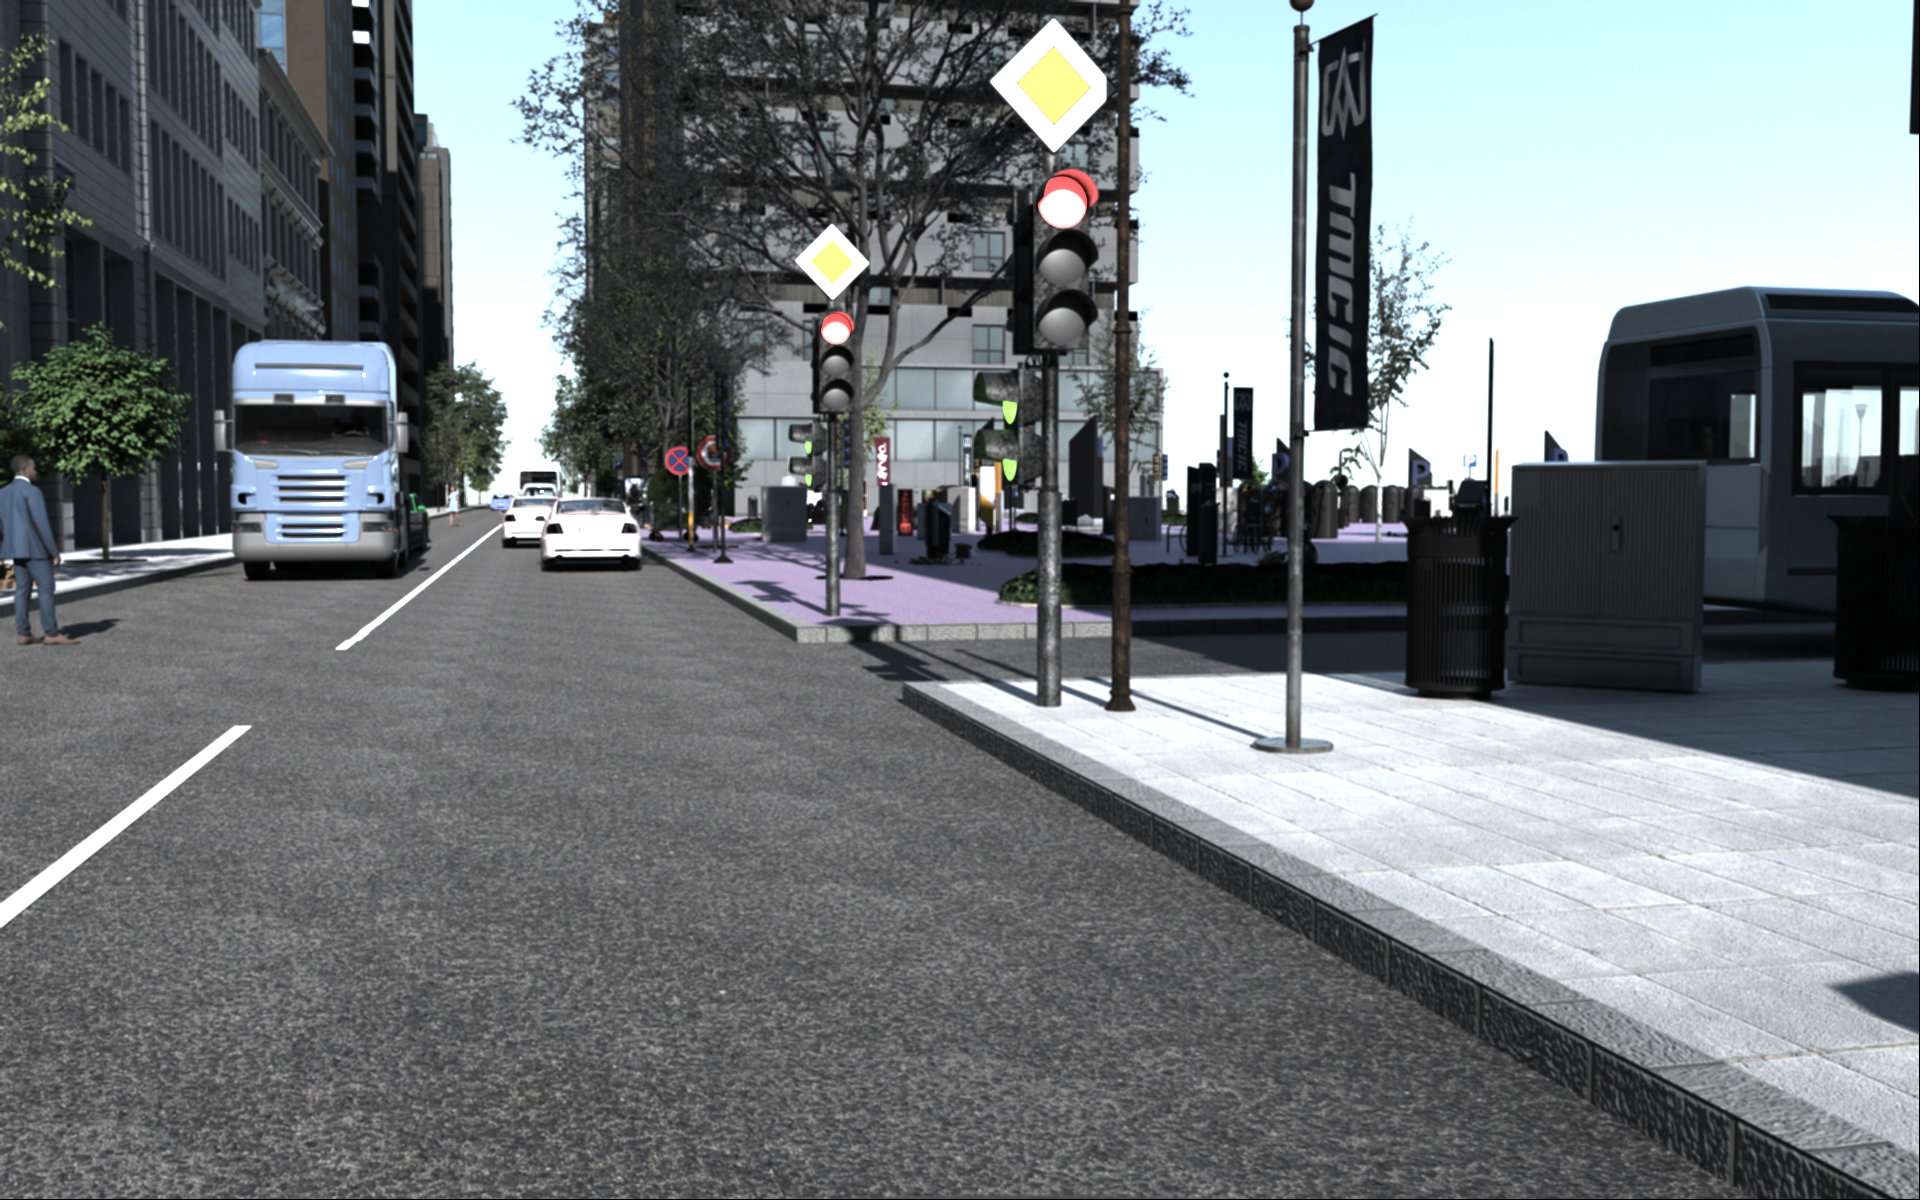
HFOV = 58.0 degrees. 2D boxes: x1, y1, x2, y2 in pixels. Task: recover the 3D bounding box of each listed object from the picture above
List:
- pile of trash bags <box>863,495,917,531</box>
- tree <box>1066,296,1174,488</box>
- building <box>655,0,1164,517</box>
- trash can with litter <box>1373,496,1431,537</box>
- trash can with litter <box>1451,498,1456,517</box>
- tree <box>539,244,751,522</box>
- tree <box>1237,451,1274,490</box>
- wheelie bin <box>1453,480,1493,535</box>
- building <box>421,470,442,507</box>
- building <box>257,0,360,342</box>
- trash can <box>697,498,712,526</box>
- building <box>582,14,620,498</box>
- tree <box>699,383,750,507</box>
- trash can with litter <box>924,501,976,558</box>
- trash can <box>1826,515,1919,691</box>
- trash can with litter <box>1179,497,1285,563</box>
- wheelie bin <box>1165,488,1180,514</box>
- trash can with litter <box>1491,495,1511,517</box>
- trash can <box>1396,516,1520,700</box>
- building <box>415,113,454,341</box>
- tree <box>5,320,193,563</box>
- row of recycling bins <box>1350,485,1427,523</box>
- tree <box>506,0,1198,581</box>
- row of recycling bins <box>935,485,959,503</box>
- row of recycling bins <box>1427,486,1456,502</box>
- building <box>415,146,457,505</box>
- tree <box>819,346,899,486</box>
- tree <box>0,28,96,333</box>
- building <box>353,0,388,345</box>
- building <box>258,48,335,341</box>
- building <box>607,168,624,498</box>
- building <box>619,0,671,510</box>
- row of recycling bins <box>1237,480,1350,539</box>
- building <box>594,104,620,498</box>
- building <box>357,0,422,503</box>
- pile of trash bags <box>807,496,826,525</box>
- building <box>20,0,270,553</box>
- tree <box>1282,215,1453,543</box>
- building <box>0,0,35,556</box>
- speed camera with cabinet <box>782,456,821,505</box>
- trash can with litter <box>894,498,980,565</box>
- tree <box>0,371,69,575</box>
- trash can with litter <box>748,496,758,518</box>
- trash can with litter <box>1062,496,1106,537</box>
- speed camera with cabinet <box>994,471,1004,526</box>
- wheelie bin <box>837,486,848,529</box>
[{"bbox_3d":[-2.457,-3.134,60.991,3.447,1.369,1.912,-3,4,-38],"label":"pile of trash bags"},{"bbox_3d":[5.984,-6.947,63.944,4.360,8.622,3.978,0,3,0],"label":"tree"},{"bbox_3d":[-4.863,-31.833,109.705,28.713,52.752,27.495,-1,4,-14],"label":"building"},{"bbox_3d":[13.592,-2.516,52.189,2.233,1.210,1.678,3,4,38],"label":"trash can with litter"},{"bbox_3d":[20.009,-3.507,68.734,0.624,1.170,1.055,-3,5,-42],"label":"trash can with litter"},{"bbox_3d":[-14.237,-9.872,78.422,9.611,12.733,9.660,0,3,0],"label":"tree"},{"bbox_3d":[13.200,-5.090,77.820,1.663,3.219,1.824,0,3,0],"label":"tree"},{"bbox_3d":[11.695,-1.932,39.504,0.980,1.594,0.693,3,5,45],"label":"wheelie bin"},{"bbox_3d":[-64.908,-45.270,178.413,20.563,71.187,20.611,-1,4,-14],"label":"building"},{"bbox_3d":[-40.422,-27.077,92.821,14.600,45.320,14.200,-1,4,-14],"label":"building"},{"bbox_3d":[-10.354,-3.570,70.023,0.748,1.137,0.748,0,3,0],"label":"trash can"},{"bbox_3d":[-37.106,-41.542,221.216,21.231,58.520,28.212,-1,4,-14],"label":"building"},{"bbox_3d":[-12.747,-8.379,87.365,4.360,8.622,3.978,0,3,0],"label":"tree"},{"bbox_3d":[-0.204,-1.440,34.929,1.055,1.170,0.624,1,4,10],"label":"trash can with litter"},{"bbox_3d":[6.128,0.013,11.449,0.748,1.137,0.748,0,3,0],"label":"trash can"},{"bbox_3d":[4.023,-1.014,27.638,1.678,1.210,2.233,-1,4,-13],"label":"trash can with litter"},{"bbox_3d":[10.456,-4.725,85.158,0.693,1.594,0.980,1,4,13],"label":"wheelie bin"},{"bbox_3d":[30.711,-5.286,97.475,1.678,1.210,2.233,0,4,8],"label":"trash can with litter"},{"bbox_3d":[3.142,0.042,10.972,0.748,1.137,0.748,0,3,0],"label":"trash can"},{"bbox_3d":[-75.554,-36.564,217.425,23.786,49.044,30.456,-1,4,-14],"label":"building"},{"bbox_3d":[-16.303,-2.998,32.729,4.285,4.588,4.351,0,3,0],"label":"tree"},{"bbox_3d":[18.627,-4.238,76.400,3.534,1.692,1.069,1,4,18],"label":"row of recycling bins"},{"bbox_3d":[-1.475,-7.062,25.830,12.009,13.543,11.850,0,3,0],"label":"tree"},{"bbox_3d":[-0.490,-4.499,80.667,1.069,1.692,3.534,-1,4,-10],"label":"row of recycling bins"},{"bbox_3d":[24.306,-4.979,88.523,1.069,1.692,3.534,3,5,43],"label":"row of recycling bins"},{"bbox_3d":[-65.240,-31.405,197.060,14.154,41.232,14.086,-1,4,-14],"label":"building"},{"bbox_3d":[-4.966,-8.338,86.696,4.737,8.622,4.395,0,3,0],"label":"tree"},{"bbox_3d":[-12.507,-4.253,19.897,4.737,8.622,4.395,0,3,0],"label":"tree"},{"bbox_3d":[-48.788,-48.935,112.753,22.319,86.520,31.000,-1,4,-14],"label":"building"},{"bbox_3d":[-34.209,-14.600,74.864,11.583,22.565,21.152,-1,4,-14],"label":"building"},{"bbox_3d":[-24.822,-23.591,157.418,14.160,30.474,14.107,-1,4,-14],"label":"building"},{"bbox_3d":[-20.456,-30.097,142.192,14.600,45.320,14.200,-1,4,-14],"label":"building"},{"bbox_3d":[9.676,-2.699,51.244,1.069,1.692,3.534,-3,5,-42],"label":"row of recycling bins"},{"bbox_3d":[-31.563,-30.713,185.753,14.154,41.232,14.086,-1,4,-14],"label":"building"},{"bbox_3d":[-55.957,-31.613,140.578,21.300,48.544,21.600,-1,4,-14],"label":"building"},{"bbox_3d":[-6.234,-3.870,73.032,3.447,1.369,1.912,-2,4,-24],"label":"pile of trash bags"},{"bbox_3d":[-28.236,-16.662,49.924,11.434,29.767,29.804,-1,4,-14],"label":"building"},{"bbox_3d":[10.930,-5.836,45.788,4.360,8.622,3.978,0,3,0],"label":"tree"},{"bbox_3d":[-23.474,-12.701,25.687,12.078,24.808,19.932,-1,4,-14],"label":"building"},{"bbox_3d":[-8.294,-5.905,90.887,2.038,3.252,0.660,0,4,-4],"label":"speed camera with cabinet"},{"bbox_3d":[-0.375,-1.296,32.248,1.678,1.210,2.233,0,4,6],"label":"trash can with litter"},{"bbox_3d":[-15.042,-1.989,27.116,1.663,3.219,1.824,0,3,0],"label":"tree"},{"bbox_3d":[-7.995,-3.583,69.646,1.678,1.210,2.233,2,4,32],"label":"trash can with litter"},{"bbox_3d":[3.569,-2.465,51.363,2.233,1.210,1.678,1,4,22],"label":"trash can with litter"},{"bbox_3d":[1.364,-4.587,69.330,0.660,3.252,2.038,0,4,7],"label":"speed camera with cabinet"},{"bbox_3d":[-4.461,-3.441,64.168,0.693,1.594,0.980,-2,4,-23],"label":"wheelie bin"}]
